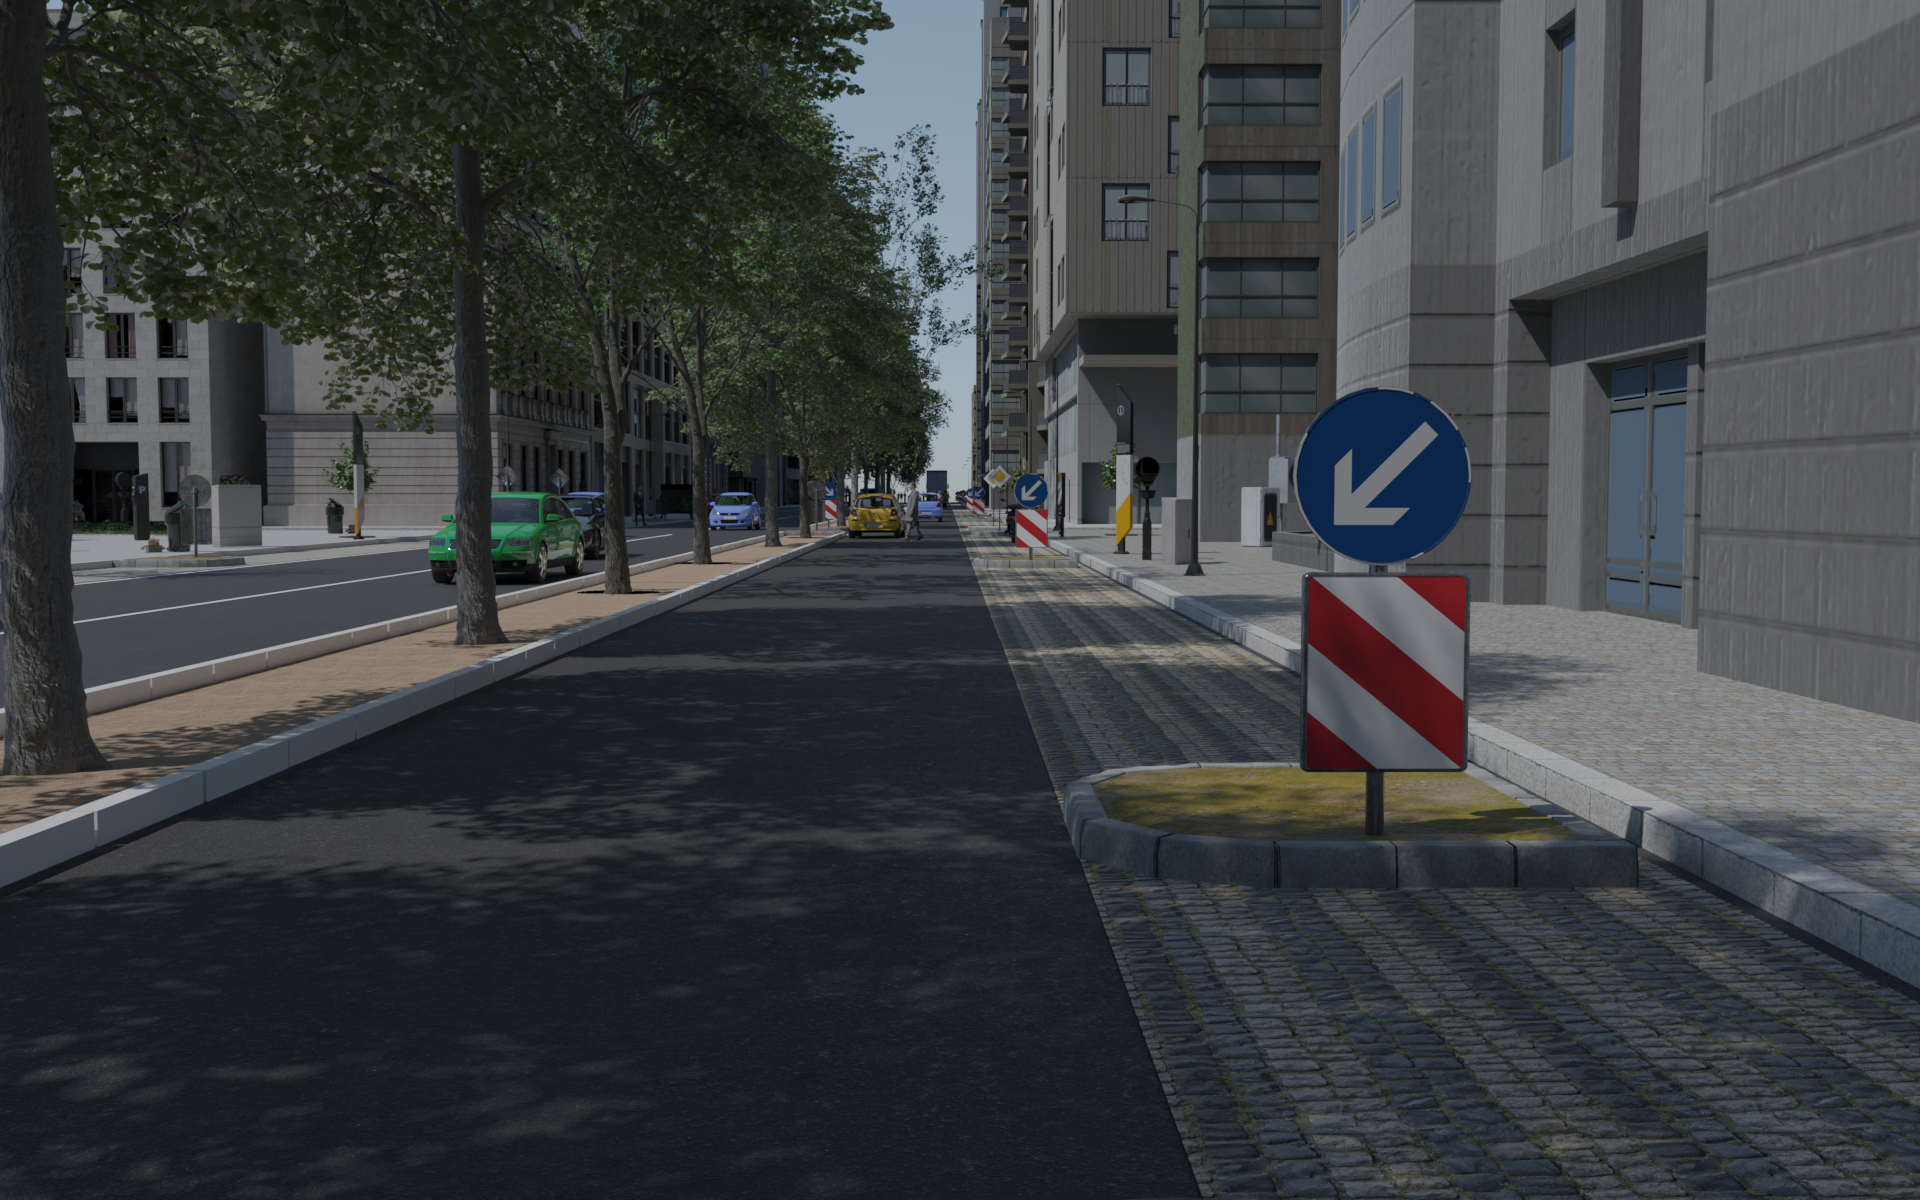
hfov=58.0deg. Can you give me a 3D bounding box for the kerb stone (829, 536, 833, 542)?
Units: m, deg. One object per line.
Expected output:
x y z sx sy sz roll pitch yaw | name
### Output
-3.887 -1.731 50.570 0.120 0.150 1.000 0 4 0 | kerb stone

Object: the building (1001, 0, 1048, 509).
14.326 -28.954 128.017 22.147 44.769 28.867 0 4 0 | building

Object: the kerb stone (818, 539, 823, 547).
-3.846 -1.485 46.476 0.120 0.150 1.000 0 4 0 | kerb stone

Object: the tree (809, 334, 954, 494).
-5.198 -11.589 108.952 9.611 12.733 9.660 0 3 0 | tree

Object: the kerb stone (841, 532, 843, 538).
-3.923 -2.048 55.684 0.120 0.150 1.000 0 4 0 | kerb stone

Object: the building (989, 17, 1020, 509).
9.587 -28.693 152.727 14.154 41.232 14.086 0 4 0 | building

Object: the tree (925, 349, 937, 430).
-4.865 -9.251 71.837 7.486 12.596 7.792 0 3 0 | tree

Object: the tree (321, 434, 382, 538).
-17.699 -3.451 51.030 1.663 3.219 1.824 0 3 0 | tree

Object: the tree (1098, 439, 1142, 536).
5.105 -3.599 53.438 1.663 3.219 1.824 0 3 0 | tree

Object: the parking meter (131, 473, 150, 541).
-22.642 -2.578 47.855 0.399 1.863 0.255 -3 5 -44 | parking meter

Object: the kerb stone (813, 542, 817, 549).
-3.838 -1.360 44.430 0.120 0.150 1.000 0 4 0 | kerb stone

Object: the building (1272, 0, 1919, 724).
15.749 -29.285 20.809 21.231 58.520 28.212 0 4 0 | building

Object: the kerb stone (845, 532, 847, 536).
-3.936 -2.163 57.739 0.120 0.150 1.000 0 4 0 | kerb stone

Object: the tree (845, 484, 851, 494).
-19.541 -18.664 299.760 1.663 3.219 1.824 0 3 0 | tree

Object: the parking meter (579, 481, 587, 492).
-17.402 -4.540 79.938 0.255 1.863 0.399 -2 4 -33 | parking meter

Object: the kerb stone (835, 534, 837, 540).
-3.899 -1.861 52.615 0.120 0.150 1.000 0 4 0 | kerb stone

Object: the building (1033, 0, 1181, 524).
17.133 -30.188 82.814 27.495 52.752 28.713 0 4 0 | building

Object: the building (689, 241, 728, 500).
-23.712 -18.566 132.435 11.050 23.489 19.941 0 4 0 | building

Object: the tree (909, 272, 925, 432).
-4.962 -7.673 46.034 7.486 12.596 7.792 0 3 0 | tree

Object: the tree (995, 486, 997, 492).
3.572 -9.185 144.777 1.663 3.219 1.824 0 3 0 | tree

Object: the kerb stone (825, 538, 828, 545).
-3.877 -1.605 48.520 0.120 0.150 1.000 0 4 0 | kerb stone

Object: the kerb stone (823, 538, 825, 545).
-3.860 -1.548 47.498 0.120 0.150 1.000 0 4 0 | kerb stone

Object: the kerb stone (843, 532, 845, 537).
-3.931 -2.106 56.706 0.120 0.150 1.000 0 4 0 | kerb stone

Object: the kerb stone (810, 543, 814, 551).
-3.834 -1.293 43.408 0.120 0.150 1.000 0 4 0 | kerb stone

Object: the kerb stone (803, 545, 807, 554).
-3.814 -1.172 41.363 0.120 0.150 1.000 0 4 0 | kerb stone

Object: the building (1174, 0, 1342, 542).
13.384 -17.160 52.267 14.160 30.474 14.107 0 4 0 | building

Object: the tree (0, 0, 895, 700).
-4.487 -5.819 15.727 7.486 12.596 7.792 0 3 0 | tree

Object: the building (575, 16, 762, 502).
-24.896 -30.526 149.202 14.600 45.320 14.200 0 4 0 | building

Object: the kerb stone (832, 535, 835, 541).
-3.888 -1.797 51.592 0.120 0.150 1.000 0 4 0 | kerb stone

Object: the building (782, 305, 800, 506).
-29.470 -34.977 195.568 21.300 48.544 21.600 0 4 0 | building

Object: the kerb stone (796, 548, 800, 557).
-3.801 -1.040 39.319 0.120 0.150 1.000 0 4 0 | kerb stone

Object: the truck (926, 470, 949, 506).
-2.757 -13.450 208.827 2.839 4.237 11.283 0 4 0 | truck

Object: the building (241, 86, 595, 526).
-22.994 -13.005 77.254 10.561 19.102 19.286 0 4 0 | building

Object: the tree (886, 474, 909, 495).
-5.427 -11.523 141.213 4.360 8.622 3.978 0 3 0 | tree

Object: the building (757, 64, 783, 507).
-29.403 -38.406 169.933 21.231 58.520 28.212 0 4 0 | building

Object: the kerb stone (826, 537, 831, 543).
-3.870 -1.669 49.548 0.120 0.150 1.000 0 4 0 | kerb stone

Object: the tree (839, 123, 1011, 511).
-4.176 -14.018 87.532 12.611 20.169 13.585 0 3 0 | tree

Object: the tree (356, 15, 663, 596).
-5.003 -5.892 24.542 9.928 11.665 9.643 0 3 0 | tree

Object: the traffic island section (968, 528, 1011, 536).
1.390 -2.298 59.850 2.009 0.180 2.903 0 4 0 | traffic island section

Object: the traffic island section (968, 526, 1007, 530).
1.330 -2.786 67.835 2.009 0.180 2.903 0 4 0 | traffic island section

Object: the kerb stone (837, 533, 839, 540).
-3.911 -1.920 53.637 0.120 0.150 1.000 0 4 0 | kerb stone

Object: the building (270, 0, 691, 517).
-28.369 -18.314 103.957 19.350 26.468 34.151 0 4 0 | building

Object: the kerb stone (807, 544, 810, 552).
-3.828 -1.235 42.386 0.120 0.150 1.000 0 4 0 | kerb stone

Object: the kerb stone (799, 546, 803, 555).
-3.810 -1.110 40.341 0.120 0.150 1.000 0 4 0 | kerb stone

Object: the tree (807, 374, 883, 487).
-5.366 -7.666 78.153 4.737 8.622 4.395 0 3 0 | tree

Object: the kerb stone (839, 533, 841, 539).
-3.914 -1.986 54.661 0.120 0.150 1.000 0 4 0 | kerb stone

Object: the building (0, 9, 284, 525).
-37.468 -13.279 71.859 16.860 20.320 10.420 0 4 0 | building

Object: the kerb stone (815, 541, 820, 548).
-3.843 -1.420 45.454 0.120 0.150 1.000 0 4 0 | kerb stone

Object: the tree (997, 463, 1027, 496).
3.536 -6.799 105.763 1.663 3.219 1.824 0 3 0 | tree

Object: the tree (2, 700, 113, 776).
-4.601 -5.356 8.154 7.486 12.596 7.792 0 3 0 | tree
